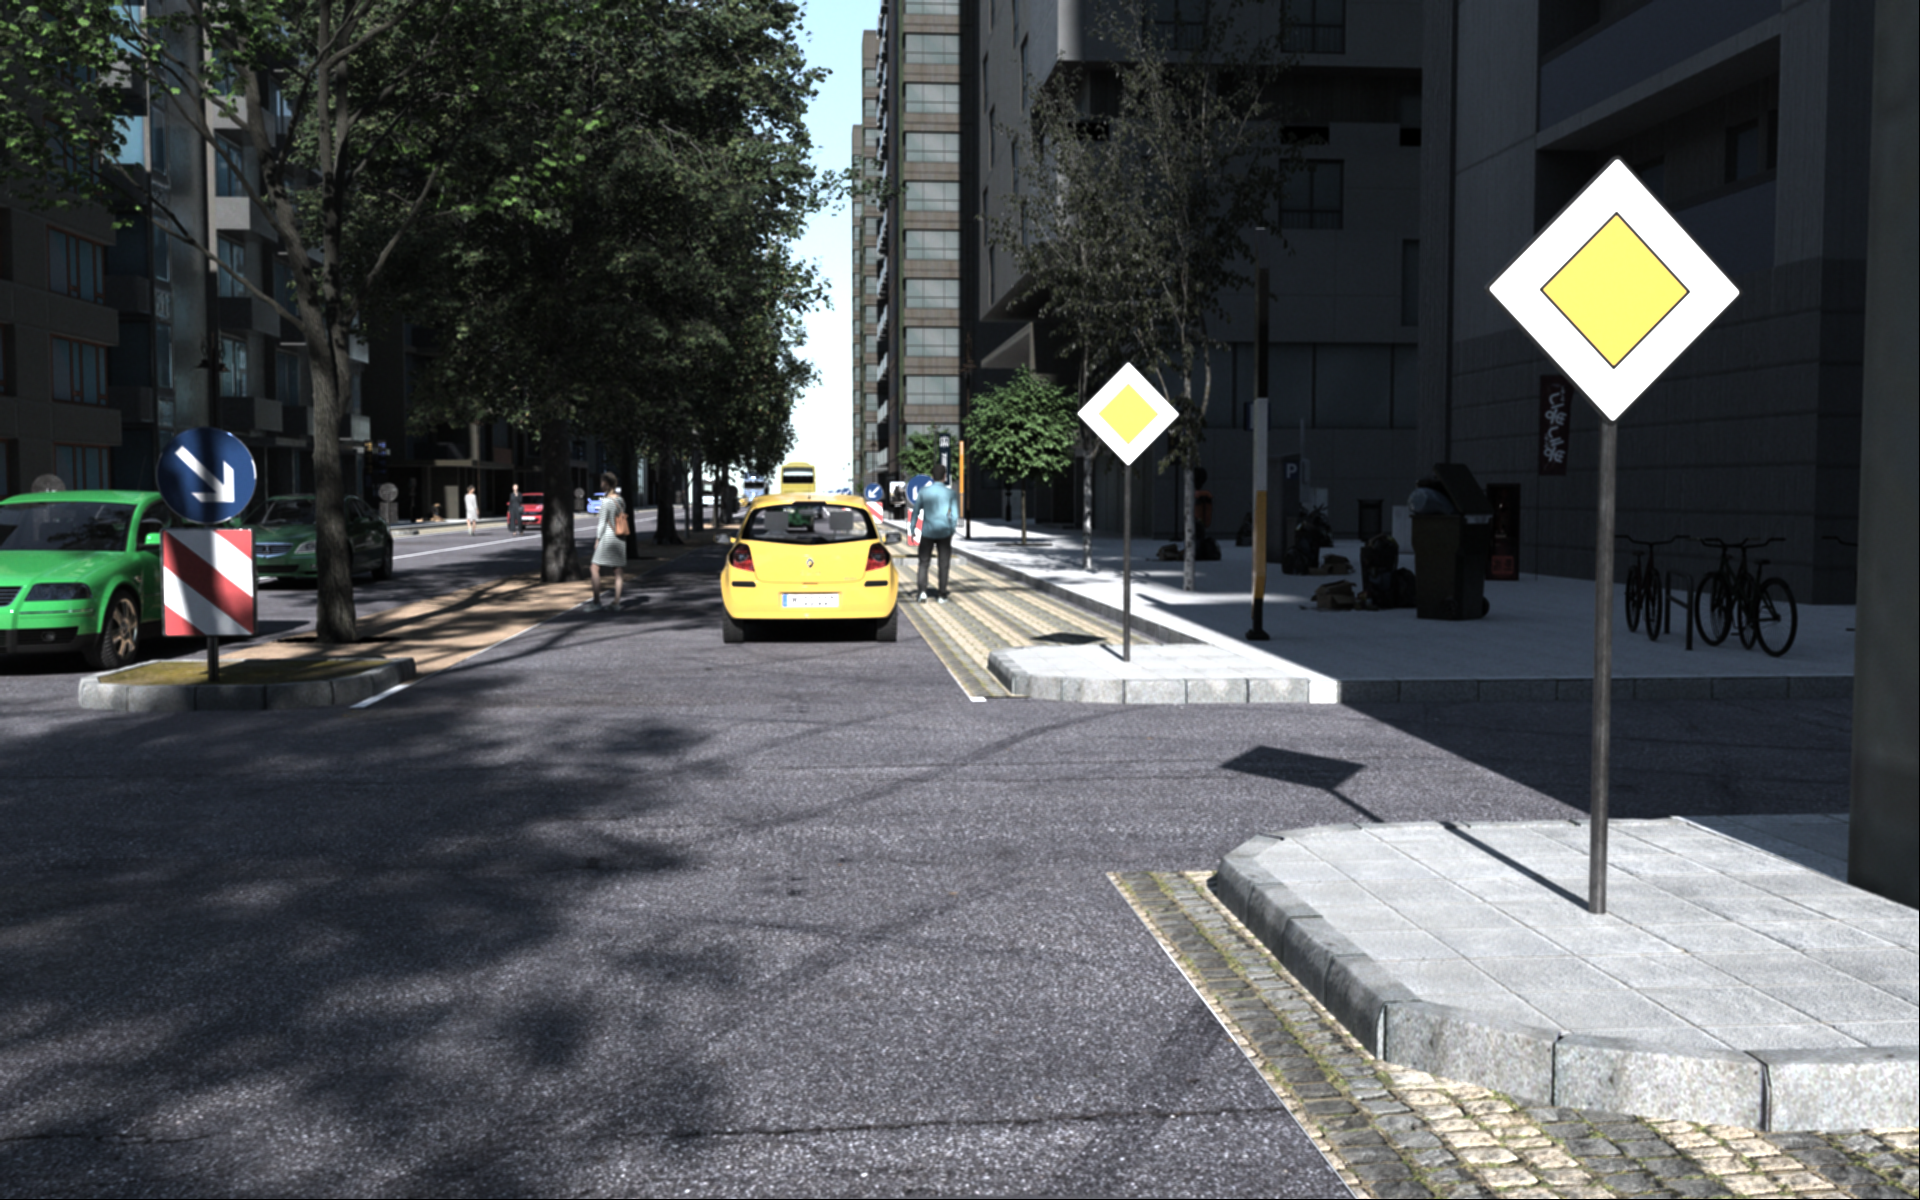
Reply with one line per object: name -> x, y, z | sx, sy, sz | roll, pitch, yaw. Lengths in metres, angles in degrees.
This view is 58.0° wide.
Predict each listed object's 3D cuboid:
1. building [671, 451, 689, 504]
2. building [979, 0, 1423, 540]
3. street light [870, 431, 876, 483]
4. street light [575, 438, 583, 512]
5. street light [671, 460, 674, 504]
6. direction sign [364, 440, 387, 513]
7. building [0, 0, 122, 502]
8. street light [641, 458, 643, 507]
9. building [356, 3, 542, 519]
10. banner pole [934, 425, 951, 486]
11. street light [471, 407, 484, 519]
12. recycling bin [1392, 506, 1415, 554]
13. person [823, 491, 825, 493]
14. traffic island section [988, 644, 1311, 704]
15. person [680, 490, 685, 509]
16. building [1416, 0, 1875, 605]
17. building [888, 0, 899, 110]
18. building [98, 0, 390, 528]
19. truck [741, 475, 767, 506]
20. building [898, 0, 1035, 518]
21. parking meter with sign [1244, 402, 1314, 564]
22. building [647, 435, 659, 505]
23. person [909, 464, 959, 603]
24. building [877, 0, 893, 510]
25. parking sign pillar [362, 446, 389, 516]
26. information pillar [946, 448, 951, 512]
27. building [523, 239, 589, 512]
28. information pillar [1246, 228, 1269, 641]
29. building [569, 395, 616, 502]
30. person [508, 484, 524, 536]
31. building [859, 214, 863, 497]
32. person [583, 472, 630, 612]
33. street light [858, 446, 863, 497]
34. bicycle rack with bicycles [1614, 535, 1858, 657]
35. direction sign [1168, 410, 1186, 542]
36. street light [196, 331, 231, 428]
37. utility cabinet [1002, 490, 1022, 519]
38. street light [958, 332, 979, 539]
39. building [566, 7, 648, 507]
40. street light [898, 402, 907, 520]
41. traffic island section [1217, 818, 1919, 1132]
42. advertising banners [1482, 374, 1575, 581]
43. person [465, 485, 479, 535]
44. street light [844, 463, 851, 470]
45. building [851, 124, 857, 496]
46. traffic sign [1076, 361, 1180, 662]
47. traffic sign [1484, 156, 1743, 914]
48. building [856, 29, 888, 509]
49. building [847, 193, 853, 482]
building -> -44.739, -33.797, 236.183 | 14.154, 41.232, 14.086 | 0, 4, -5
building -> 15.276, -28.876, 61.355 | 28.713, 52.752, 27.495 | 0, 4, -5
street light -> -6.317, -9.399, 126.459 | 0.468, 5.910, 1.993 | 0, 4, -5
street light -> -27.679, -9.358, 125.785 | 0.468, 5.910, 1.993 | 0, 4, -5
street light -> -34.766, -14.468, 209.335 | 0.468, 5.910, 1.993 | 0, 4, -5
direction sign -> -24.500, -4.932, 72.636 | 0.876, 3.537, 0.379 | -2, 4, -24
building -> -33.703, -11.170, 27.667 | 27.650, 21.520, 28.899 | 0, 4, -5
street light -> -31.645, -12.174, 171.829 | 0.468, 5.910, 1.993 | 0, 4, -5
building -> -36.415, -27.199, 99.331 | 22.147, 44.769, 28.867 | 0, 4, -5
banner pole -> -0.701, -4.456, 62.879 | 0.863, 3.779, 0.401 | 2, 4, 31
street light -> -24.483, -7.049, 88.041 | 0.468, 5.910, 1.993 | 0, 4, -5
recycling bin -> 9.781, -1.507, 37.197 | 0.722, 1.027, 0.722 | -3, 4, -39
person -> -19.440, -14.600, 246.847 | 1.348, 1.869, 0.705 | -3, 5, -42
traffic island section -> 1.295, 0.550, 13.281 | 2.009, 0.180, 2.903 | 0, 4, -5
person -> -26.674, -9.705, 167.310 | 0.705, 1.807, 1.348 | -2, 4, -34
building -> 23.414, -29.473, 23.883 | 28.212, 58.520, 21.231 | 0, 4, -5
building -> 2.570, -28.262, 112.200 | 14.600, 45.320, 14.200 | 0, 4, -5
building -> -36.605, -27.350, 66.773 | 23.786, 49.044, 30.456 | 0, 4, -5
truck -> -25.344, -13.746, 214.500 | 2.967, 4.110, 18.799 | 0, 4, -6
building -> 3.474, -25.313, 97.456 | 14.154, 41.232, 14.086 | 0, 4, -5
parking meter with sign -> 5.954, -2.196, 32.164 | 0.543, 3.016, 1.738 | -1, 4, -22
building -> -43.045, -34.111, 207.822 | 14.600, 45.320, 14.200 | 0, 4, -5
person -> -0.347, -0.863, 22.638 | 0.660, 1.820, 0.620 | 0, 4, 5
building -> 4.937, -31.533, 135.165 | 23.786, 49.044, 30.456 | 0, 4, -5
parking sign pillar -> -28.840, -5.921, 85.287 | 1.447, 3.967, 1.447 | -3, 5, -42
information pillar -> -0.618, -5.026, 73.534 | 0.504, 3.616, 0.183 | 1, 4, 22
building -> -37.832, -41.901, 123.340 | 20.563, 71.187, 20.611 | 0, 4, -5
information pillar -> 2.626, -1.455, 15.147 | 0.183, 3.616, 0.504 | 0, 4, 5
building -> -46.187, -27.781, 146.103 | 32.217, 40.220, 23.993 | 0, 4, -5
person -> -15.205, -3.080, 59.282 | 0.576, 1.772, 0.534 | 0, 4, -4
building -> -3.500, -25.042, 181.142 | 14.160, 30.474, 14.107 | 0, 4, -5
person -> -4.273, -0.714, 21.181 | 0.522, 1.701, 0.512 | 1, 4, 23
street light -> -9.438, -11.685, 163.838 | 0.468, 5.910, 1.993 | 0, 4, -5
bicycle rack with bicycles -> 6.918, -0.080, 14.685 | 2.852, 0.926, 2.925 | 1, 4, 18
direction sign -> 5.866, -3.356, 46.864 | 0.379, 3.537, 0.876 | -2, 4, -25
street light -> -21.155, -4.674, 49.203 | 0.468, 5.910, 1.993 | 0, 4, -5
utility cabinet -> 2.616, -4.763, 86.560 | 0.318, 1.500, 1.173 | 3, 5, 43
street light -> 0.233, -4.691, 49.478 | 0.468, 5.910, 1.993 | 0, 4, -5
building -> -44.291, -53.240, 183.147 | 22.319, 86.520, 31.000 | 0, 4, -5
street light -> -2.893, -6.977, 86.857 | 0.468, 5.910, 1.993 | 0, 4, -5
traffic island section -> 1.973, 1.037, 5.325 | 2.009, 0.180, 2.903 | 0, 4, -5
advertising banners -> 8.015, -1.801, 25.633 | 2.074, 3.025, 0.090 | 1, 4, 16
person -> -16.865, -3.095, 59.847 | 0.466, 1.731, 0.760 | -1, 4, -18
street light -> -13.353, -14.406, 208.326 | 0.468, 5.910, 1.993 | 0, 4, -5
building -> -5.161, -31.286, 195.120 | 14.154, 41.232, 14.086 | 0, 4, -5
traffic sign -> 1.272, -0.585, 13.202 | 0.795, 2.450, 0.064 | 0, 4, -5
traffic sign -> 1.950, -0.098, 5.245 | 0.795, 2.450, 0.064 | 0, 4, -5
building -> -1.885, -28.963, 157.134 | 14.154, 41.232, 14.086 | 0, 4, -5
building -> -3.190, -37.474, 232.307 | 23.786, 49.044, 30.456 | 0, 4, -5
